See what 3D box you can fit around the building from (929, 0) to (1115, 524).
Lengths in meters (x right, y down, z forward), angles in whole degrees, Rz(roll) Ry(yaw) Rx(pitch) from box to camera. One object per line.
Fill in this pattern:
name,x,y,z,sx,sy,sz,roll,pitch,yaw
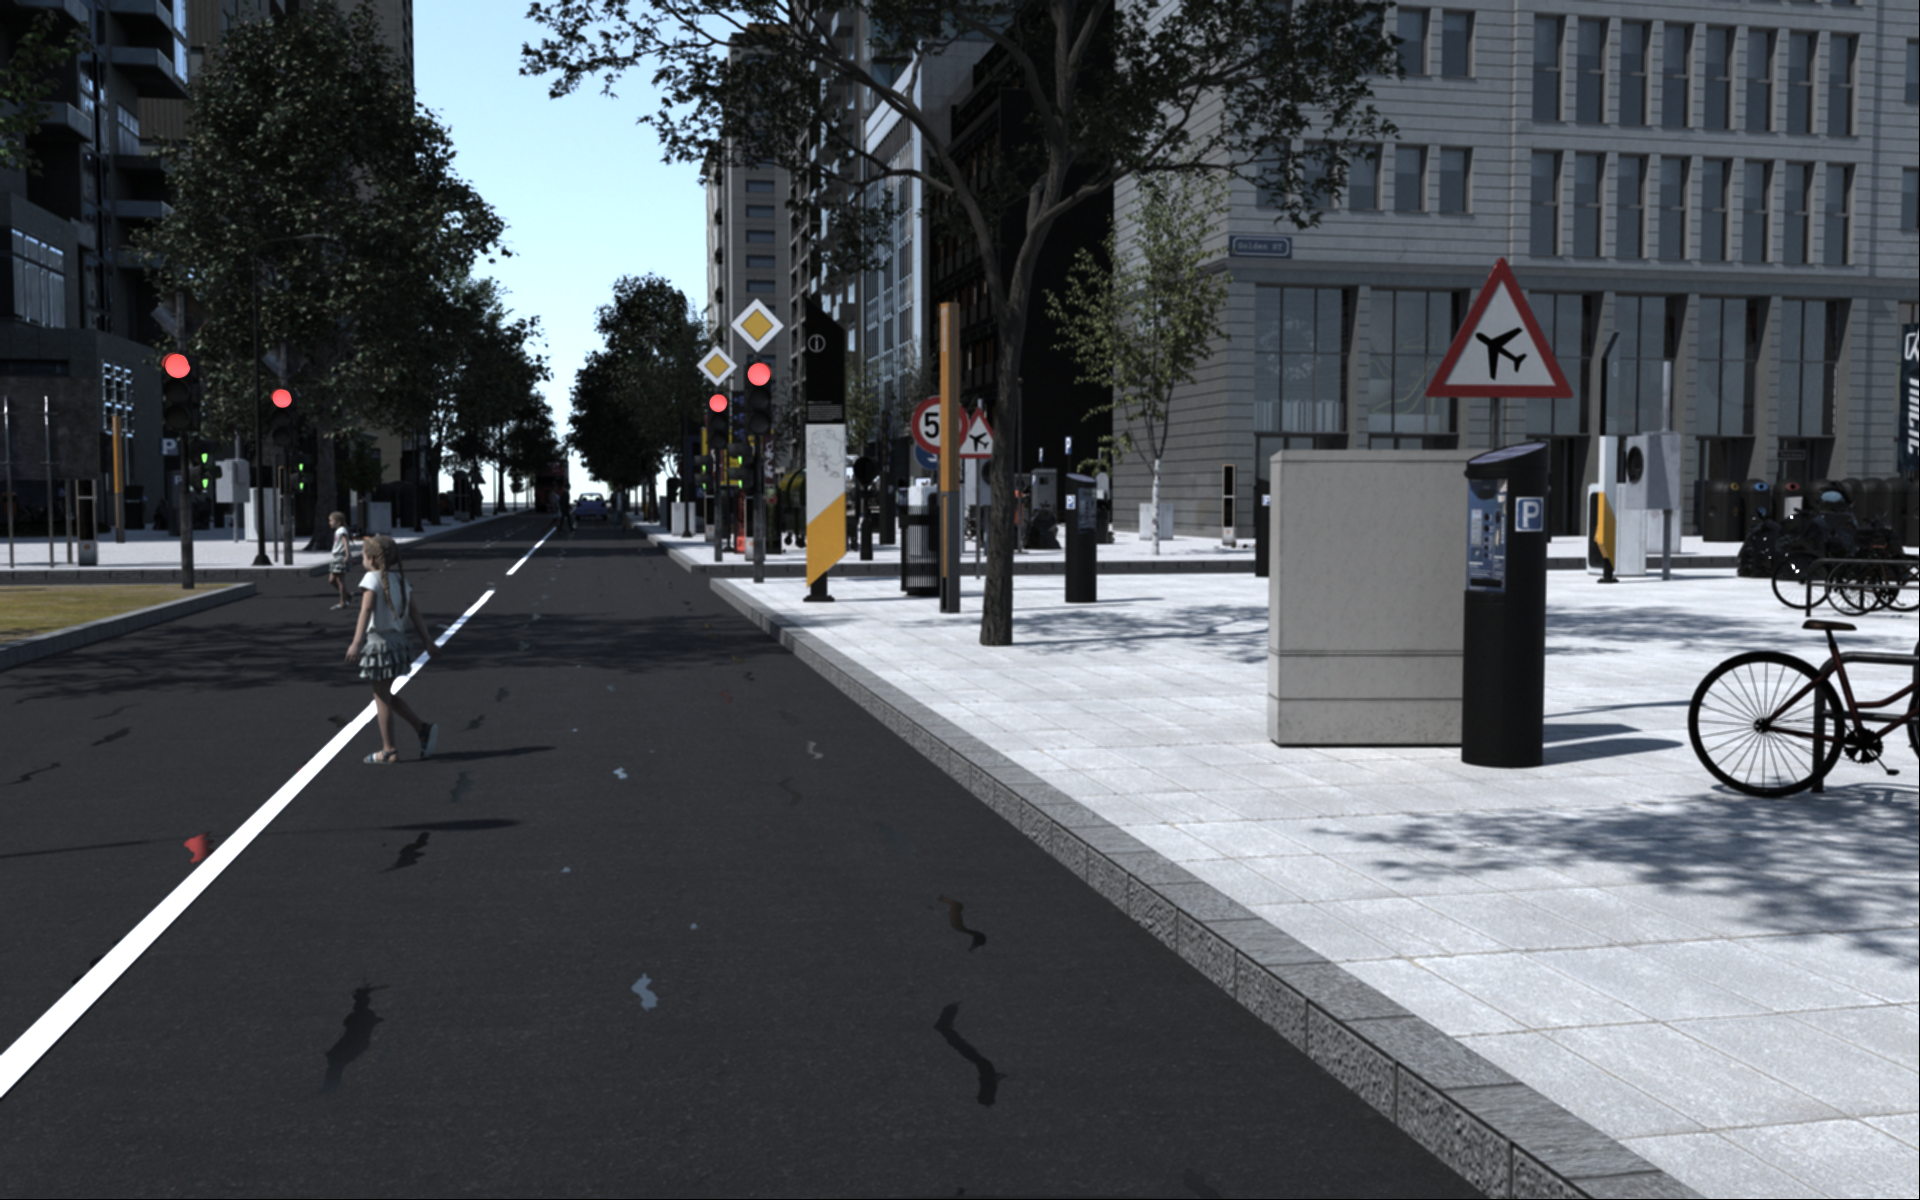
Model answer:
building,6.077,-15.503,83.144,12.332,23.373,15.834,-1,4,-12

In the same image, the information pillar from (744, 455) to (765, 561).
information pillar,-3.918,-1.748,33.070,0.304,2.012,0.304,1,4,19

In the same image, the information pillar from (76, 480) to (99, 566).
information pillar,-15.650,-1.624,31.041,0.304,2.012,0.304,-1,4,-21

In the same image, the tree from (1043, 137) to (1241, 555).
tree,4.025,-5.255,36.285,4.737,8.622,4.395,0,3,0

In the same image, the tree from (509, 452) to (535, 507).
tree,-44.410,-13.934,178.188,4.360,8.622,3.978,0,3,0

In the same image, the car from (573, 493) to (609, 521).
car,-20.272,-5.238,95.229,1.945,1.707,3.694,-1,4,-12

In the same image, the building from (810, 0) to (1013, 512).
building,0.390,-31.539,135.263,23.786,49.044,30.456,-1,4,-12

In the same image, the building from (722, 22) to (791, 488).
building,-20.292,-41.812,225.624,21.231,58.520,28.212,-1,4,-12

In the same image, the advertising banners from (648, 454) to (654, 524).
advertising banners,-13.492,-4.868,75.781,0.090,3.025,2.074,0,4,-4

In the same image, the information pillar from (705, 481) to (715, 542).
information pillar,-6.693,-2.566,46.439,0.304,2.012,0.304,0,4,-8

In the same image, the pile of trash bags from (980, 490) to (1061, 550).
pile of trash bags,1.378,-1.925,41.232,1.912,1.369,3.447,0,4,-1

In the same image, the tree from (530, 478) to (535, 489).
tree,-53.323,-14.582,222.129,4.285,4.588,4.351,0,3,0

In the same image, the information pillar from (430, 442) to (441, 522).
information pillar,-23.651,-5.298,77.971,0.183,3.616,0.504,1,4,21

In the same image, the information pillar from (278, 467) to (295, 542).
information pillar,-18.111,-2.575,46.592,0.304,2.012,0.304,0,4,-4

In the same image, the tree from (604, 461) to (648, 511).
tree,-25.851,-9.204,134.206,4.285,4.588,4.351,0,3,0

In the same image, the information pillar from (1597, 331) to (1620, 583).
information pillar,9.310,-2.049,24.856,0.183,3.616,0.504,3,5,41

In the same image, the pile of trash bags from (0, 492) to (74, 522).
pile of trash bags,-33.083,-3.179,61.731,1.912,1.369,3.447,0,4,-1

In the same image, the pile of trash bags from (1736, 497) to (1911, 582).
pile of trash bags,13.690,-1.000,26.099,3.447,1.369,1.912,0,4,7

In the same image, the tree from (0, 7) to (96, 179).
tree,-9.826,-5.349,13.212,9.928,11.665,9.643,0,3,0

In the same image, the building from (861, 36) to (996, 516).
building,1.790,-17.297,100.832,12.078,24.808,19.932,-1,4,-12

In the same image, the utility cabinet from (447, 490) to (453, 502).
utility cabinet,-30.286,-5.820,103.831,1.173,1.500,0.318,2,4,35

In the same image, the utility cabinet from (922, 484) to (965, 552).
utility cabinet,-0.377,-1.782,37.820,0.318,1.500,1.173,-3,4,-38

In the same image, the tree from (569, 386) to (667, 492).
tree,-31.293,-15.490,159.916,9.857,13.997,8.962,0,3,0

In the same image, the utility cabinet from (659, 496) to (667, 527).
utility cabinet,-11.618,-3.471,67.916,0.306,1.237,1.020,-1,4,-12

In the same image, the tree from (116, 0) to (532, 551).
tree,-14.531,-7.492,39.507,9.611,12.733,9.660,0,3,0

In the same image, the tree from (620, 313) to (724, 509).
tree,-11.722,-7.378,70.993,4.360,8.622,3.978,0,3,0

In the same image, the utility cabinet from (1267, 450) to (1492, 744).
utility cabinet,2.188,-0.011,8.854,1.173,1.500,0.318,0,4,-1

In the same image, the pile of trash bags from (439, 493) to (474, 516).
pile of trash bags,-29.612,-5.572,100.853,1.912,1.369,3.447,0,4,2

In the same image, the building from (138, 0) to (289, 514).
building,-59.148,-31.924,111.203,28.713,52.752,27.495,-1,4,-12

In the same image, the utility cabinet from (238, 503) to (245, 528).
utility cabinet,-26.534,-3.447,65.032,1.173,1.500,0.318,1,4,14

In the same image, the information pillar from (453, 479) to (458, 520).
information pillar,-24.628,-4.923,84.975,0.304,2.012,0.304,0,4,7

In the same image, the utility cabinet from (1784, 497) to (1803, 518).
utility cabinet,18.614,-1.686,38.730,0.306,1.237,1.020,1,4,22

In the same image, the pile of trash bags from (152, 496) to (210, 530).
pile of trash bags,-27.688,-3.168,61.553,1.912,1.369,3.447,-2,4,-25

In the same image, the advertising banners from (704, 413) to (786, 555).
advertising banners,-4.614,-2.496,36.999,2.074,3.025,0.090,2,4,29

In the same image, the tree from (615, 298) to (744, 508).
tree,-10.224,-6.952,64.027,4.737,8.622,4.395,0,3,0

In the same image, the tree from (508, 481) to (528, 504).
tree,-39.969,-9.877,156.093,1.663,3.219,1.824,0,3,0

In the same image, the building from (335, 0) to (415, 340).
building,-81.367,-48.526,231.649,20.563,71.187,20.611,-1,4,-12

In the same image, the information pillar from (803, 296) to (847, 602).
information pillar,-1.602,-1.785,20.538,0.504,3.616,0.183,1,4,9

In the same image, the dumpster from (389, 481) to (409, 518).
dumpster,-24.894,-4.366,77.148,1.264,1.857,1.865,-1,4,-12

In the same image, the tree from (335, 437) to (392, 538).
tree,-17.817,-3.475,51.418,1.663,3.219,1.824,0,3,0

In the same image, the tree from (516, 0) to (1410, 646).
tree,0.261,-4.871,14.060,8.767,10.594,7.601,0,4,4

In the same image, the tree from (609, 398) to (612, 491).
tree,-18.490,-9.204,100.850,4.737,8.622,4.395,0,3,0

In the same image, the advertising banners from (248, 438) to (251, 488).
advertising banners,-21.132,-3.393,51.661,0.090,3.025,2.074,-1,4,-18

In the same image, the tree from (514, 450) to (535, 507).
tree,-42.688,-13.542,171.768,4.737,8.622,4.395,0,3,0

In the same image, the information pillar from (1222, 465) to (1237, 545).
information pillar,6.742,-2.374,43.308,0.304,2.012,0.304,1,4,20

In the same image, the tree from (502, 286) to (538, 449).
tree,-21.622,-8.892,71.145,9.928,11.665,9.643,0,3,0

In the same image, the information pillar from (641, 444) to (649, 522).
information pillar,-14.718,-5.471,80.813,0.183,3.616,0.504,-2,4,-33

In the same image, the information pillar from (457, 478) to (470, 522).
information pillar,-22.550,-4.551,78.905,0.304,2.012,0.304,1,4,12

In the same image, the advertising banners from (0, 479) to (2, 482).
advertising banners,-21.358,-2.484,36.797,2.074,3.025,0.090,-1,4,-17

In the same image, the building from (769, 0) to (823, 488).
building,-6.609,-44.114,159.522,20.563,71.187,20.611,-1,4,-12

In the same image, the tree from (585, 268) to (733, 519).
tree,-15.800,-10.460,88.025,9.611,12.733,9.660,0,3,0

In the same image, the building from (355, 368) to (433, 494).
building,-79.148,-22.222,208.373,27.650,21.520,28.899,-1,4,-12

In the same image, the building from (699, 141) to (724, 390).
building,-22.757,-40.670,254.189,28.713,52.752,27.495,-1,4,-12

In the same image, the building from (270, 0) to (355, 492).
building,-60.170,-30.450,147.974,14.600,45.320,14.200,-1,4,-12

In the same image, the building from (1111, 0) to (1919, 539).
building,20.833,-17.084,56.815,29.804,29.767,11.434,-1,4,-12

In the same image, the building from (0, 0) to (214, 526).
building,-47.787,-46.811,78.032,22.319,86.520,31.000,-1,4,-12

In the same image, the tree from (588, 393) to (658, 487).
tree,-39.110,-17.085,197.473,7.486,12.596,7.792,0,3,0
